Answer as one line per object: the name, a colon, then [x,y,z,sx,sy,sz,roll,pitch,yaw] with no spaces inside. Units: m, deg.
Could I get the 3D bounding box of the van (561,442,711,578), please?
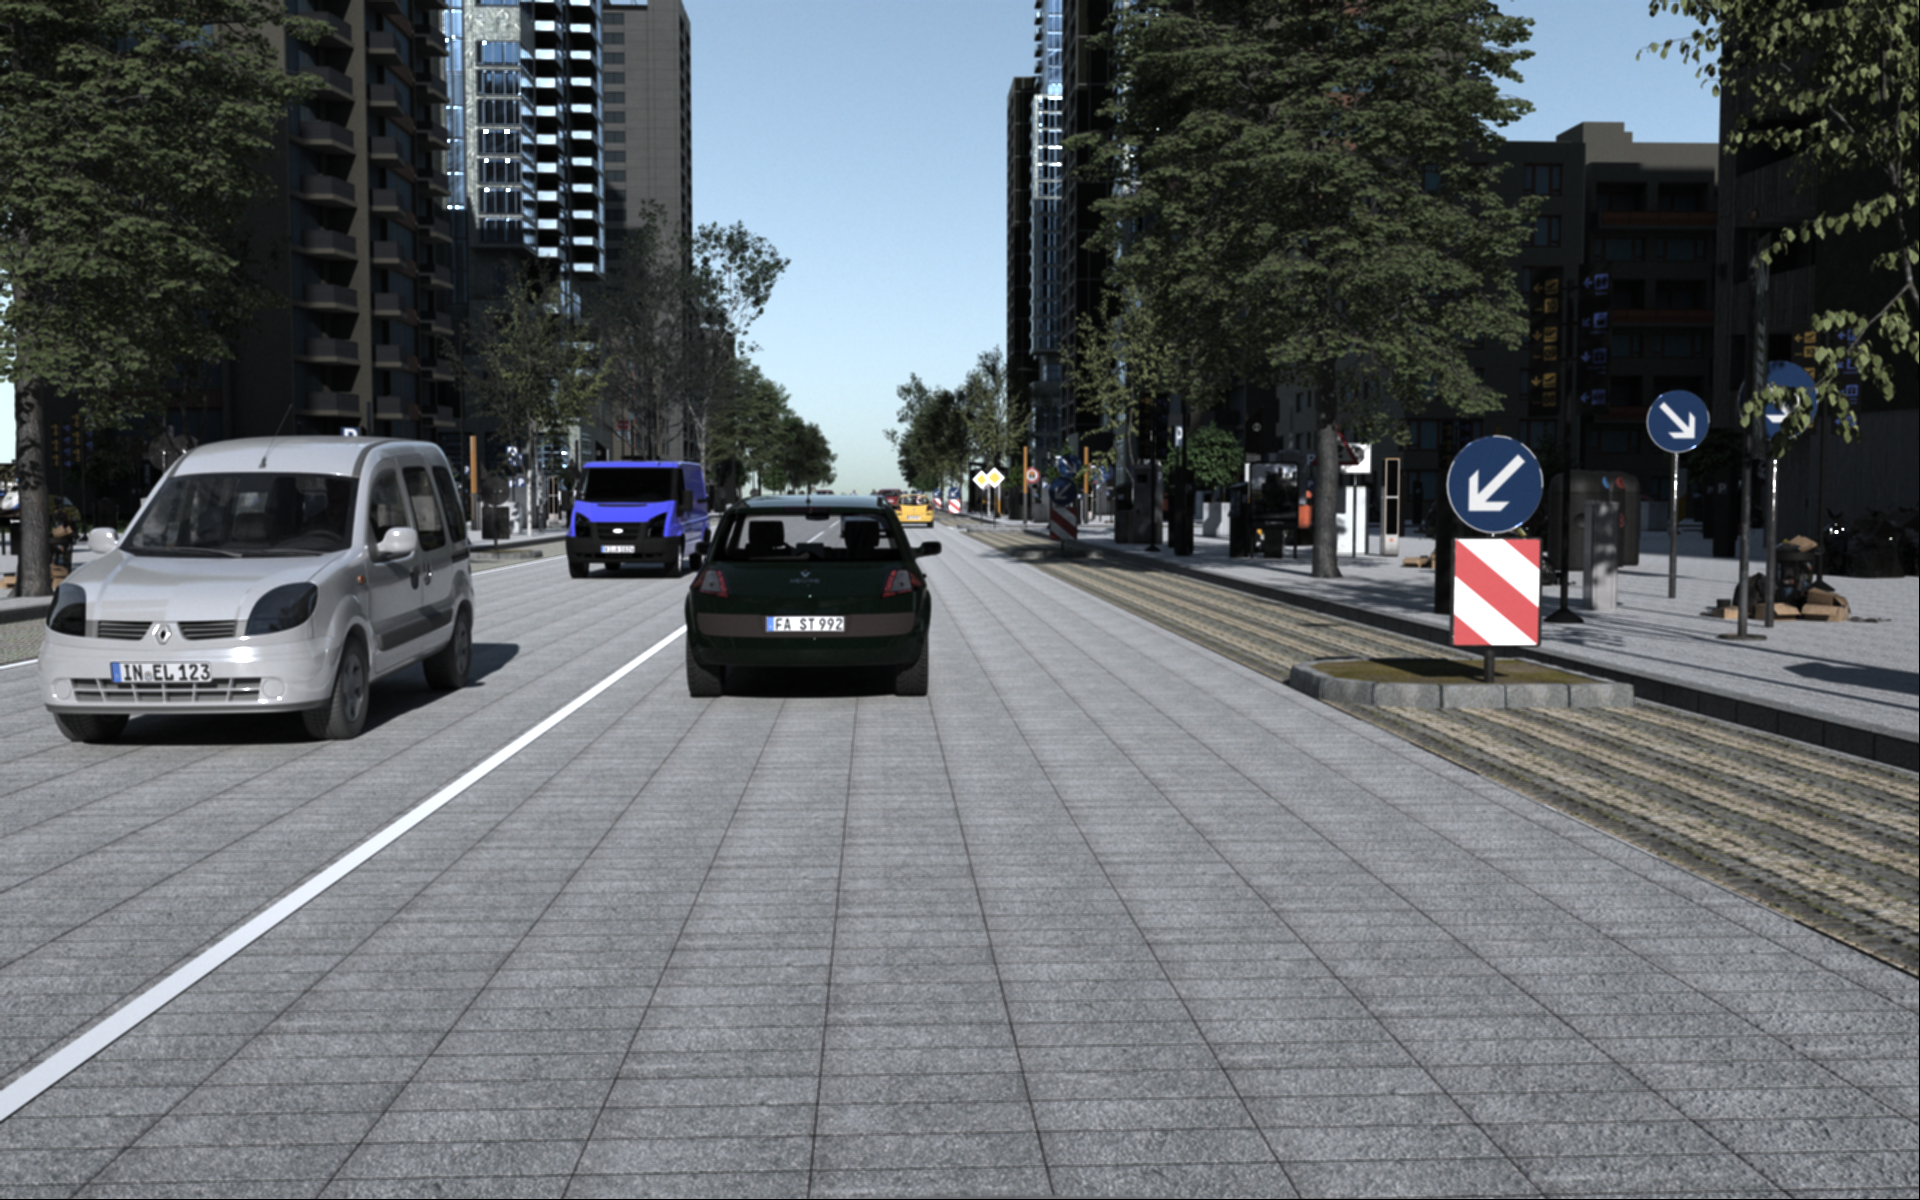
van: [-5.746,-1.642,31.232,2.240,2.365,5.245,0,4,-2]

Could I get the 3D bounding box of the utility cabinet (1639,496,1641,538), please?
utility cabinet: [19.291,-2.405,50.490,0.306,1.237,1.020,-3,5,-42]

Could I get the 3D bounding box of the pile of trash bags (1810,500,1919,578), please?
pile of trash bags: [15.269,-1.060,27.077,3.447,1.369,1.912,0,4,7]

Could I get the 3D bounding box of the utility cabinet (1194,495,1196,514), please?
utility cabinet: [14.997,-5.982,108.962,1.020,1.237,0.306,-1,4,-19]

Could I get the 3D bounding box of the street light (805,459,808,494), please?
street light: [-21.123,-15.867,231.958,1.470,5.913,1.316,0,4,-3]

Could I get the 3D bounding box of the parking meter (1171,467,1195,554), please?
parking meter: [4.801,-1.917,37.059,0.399,1.863,0.255,-3,5,-40]

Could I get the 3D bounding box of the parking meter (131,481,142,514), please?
parking meter: [-36.365,-4.329,76.483,0.399,1.863,0.255,1,4,17]

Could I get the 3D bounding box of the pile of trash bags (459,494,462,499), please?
pile of trash bags: [-26.433,-4.679,86.254,3.447,1.369,1.912,1,4,12]

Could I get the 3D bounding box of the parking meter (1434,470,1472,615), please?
parking meter: [5.283,-0.619,18.533,0.372,1.533,0.369,0,3,0]

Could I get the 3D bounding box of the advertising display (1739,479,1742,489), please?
advertising display: [34.183,-4.348,76.295,0.123,1.923,0.974,0,4,-8]

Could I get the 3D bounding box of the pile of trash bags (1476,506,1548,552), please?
pile of trash bags: [13.219,-1.771,38.716,3.447,1.369,1.912,-1,4,-9]

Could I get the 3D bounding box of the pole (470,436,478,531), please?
pole: [-17.021,-4.085,60.626,0.158,3.312,0.155,0,3,0]

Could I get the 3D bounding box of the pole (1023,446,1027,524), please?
pole: [2.783,-4.898,73.930,0.158,3.312,0.155,0,3,0]

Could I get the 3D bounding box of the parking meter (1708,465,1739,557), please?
parking meter: [15.549,-1.805,35.222,0.255,1.863,0.399,-2,4,-34]

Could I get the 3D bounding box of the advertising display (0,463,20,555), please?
advertising display: [-19.801,-1.907,36.400,0.974,1.923,0.123,1,4,19]

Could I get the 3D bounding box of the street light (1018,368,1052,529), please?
street light: [2.826,-5.590,63.930,1.470,5.913,1.316,0,4,-3]

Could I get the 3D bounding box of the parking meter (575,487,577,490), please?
parking meter: [-31.331,-8.307,141.526,0.255,1.863,0.399,-2,4,-23]

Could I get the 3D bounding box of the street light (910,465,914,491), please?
street light: [-6.161,-17.027,250.933,1.470,5.913,1.316,0,4,-3]

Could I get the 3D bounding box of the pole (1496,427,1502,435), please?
pole: [16.269,-3.582,52.409,0.158,3.312,0.155,0,3,0]

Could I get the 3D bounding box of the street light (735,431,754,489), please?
street light: [-16.106,-9.528,128.322,1.470,5.913,1.316,0,4,-3]

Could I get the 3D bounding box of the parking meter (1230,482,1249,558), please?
parking meter: [5.663,-1.634,35.132,0.372,1.533,0.369,0,3,0]

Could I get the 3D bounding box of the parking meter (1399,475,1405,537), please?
parking meter: [13.134,-2.831,51.998,0.255,1.863,0.399,-3,5,-43]

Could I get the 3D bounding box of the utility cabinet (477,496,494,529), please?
utility cabinet: [-17.093,-3.177,63.108,1.020,1.237,0.306,0,4,5]

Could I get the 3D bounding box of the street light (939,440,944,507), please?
street light: [-1.208,-10.691,147.335,1.470,5.913,1.316,0,4,-3]

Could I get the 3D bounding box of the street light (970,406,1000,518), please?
street light: [1.412,-7.273,91.460,1.470,5.913,1.316,0,4,-3]

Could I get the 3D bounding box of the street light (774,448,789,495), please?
street light: [-18.336,-12.427,175.728,1.470,5.913,1.316,0,4,-3]

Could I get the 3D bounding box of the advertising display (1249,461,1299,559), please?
advertising display: [6.236,-1.786,34.419,0.974,1.923,0.123,1,4,12]

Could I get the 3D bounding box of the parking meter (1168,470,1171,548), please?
parking meter: [5.148,-2.195,41.599,0.255,1.863,0.399,1,4,12]

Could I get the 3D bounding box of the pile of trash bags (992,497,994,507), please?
pile of trash bags: [2.779,-7.863,138.309,3.447,1.369,1.912,0,4,-6]

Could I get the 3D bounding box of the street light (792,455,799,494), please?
street light: [-19.590,-14.116,203.338,1.470,5.913,1.316,0,4,-3]

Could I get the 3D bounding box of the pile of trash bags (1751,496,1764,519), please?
pile of trash bags: [38.005,-4.472,82.877,3.447,1.369,1.912,1,4,21]

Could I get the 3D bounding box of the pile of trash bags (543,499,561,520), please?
pile of trash bags: [-19.588,-4.696,86.530,1.912,1.369,3.447,1,4,15]

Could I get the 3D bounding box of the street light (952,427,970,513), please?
street light: [0.108,-8.962,119.067,1.470,5.913,1.316,0,4,-3]

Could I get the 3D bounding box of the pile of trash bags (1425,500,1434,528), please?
pile of trash bags: [18.352,-3.160,61.416,3.447,1.369,1.912,0,4,-3]

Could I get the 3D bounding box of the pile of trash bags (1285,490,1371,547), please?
pile of trash bags: [8.918,-2.044,43.174,1.912,1.369,3.447,2,4,24]

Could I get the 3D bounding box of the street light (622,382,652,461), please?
street light: [-13.417,-6.069,71.767,1.470,5.913,1.316,0,4,-3]

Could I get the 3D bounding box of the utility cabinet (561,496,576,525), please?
utility cabinet: [-15.924,-3.672,71.199,1.020,1.237,0.306,2,4,29]

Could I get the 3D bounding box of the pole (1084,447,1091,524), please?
pole: [5.431,-4.935,74.533,0.158,3.312,0.155,0,3,0]

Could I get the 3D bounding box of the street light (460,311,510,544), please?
street light: [-12.118,-4.376,44.089,1.470,5.913,1.316,0,4,-3]

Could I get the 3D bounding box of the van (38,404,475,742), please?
van: [-4.415,-0.266,11.364,2.013,2.044,4.112,0,4,-3]

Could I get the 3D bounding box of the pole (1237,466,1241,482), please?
pole: [17.824,-7.151,110.755,0.158,3.312,0.155,0,3,0]

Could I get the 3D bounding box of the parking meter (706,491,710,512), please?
parking meter: [-17.632,-6.884,120.961,0.372,1.533,0.369,0,3,0]

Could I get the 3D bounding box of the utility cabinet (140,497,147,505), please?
utility cabinet: [-15.167,-1.354,33.297,1.020,1.237,0.306,0,4,-4]

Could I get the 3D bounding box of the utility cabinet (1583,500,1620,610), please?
utility cabinet: [7.251,-0.515,19.587,0.306,1.237,1.020,1,4,15]

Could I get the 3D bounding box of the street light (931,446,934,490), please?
street light: [-2.252,-11.980,168.409,1.470,5.913,1.316,0,4,-3]

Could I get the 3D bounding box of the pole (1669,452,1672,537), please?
pole: [21.418,-3.554,51.943,0.158,3.312,0.155,0,3,0]

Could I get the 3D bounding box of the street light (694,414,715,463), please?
street light: [-14.813,-7.806,100.161,1.470,5.913,1.316,0,4,-3]

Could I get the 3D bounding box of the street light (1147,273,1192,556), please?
street light: [4.103,-3.868,35.789,1.470,5.913,1.316,0,4,-3]

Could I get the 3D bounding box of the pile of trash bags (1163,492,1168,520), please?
pile of trash bags: [9.902,-4.692,86.459,1.912,1.369,3.447,-1,4,-10]
